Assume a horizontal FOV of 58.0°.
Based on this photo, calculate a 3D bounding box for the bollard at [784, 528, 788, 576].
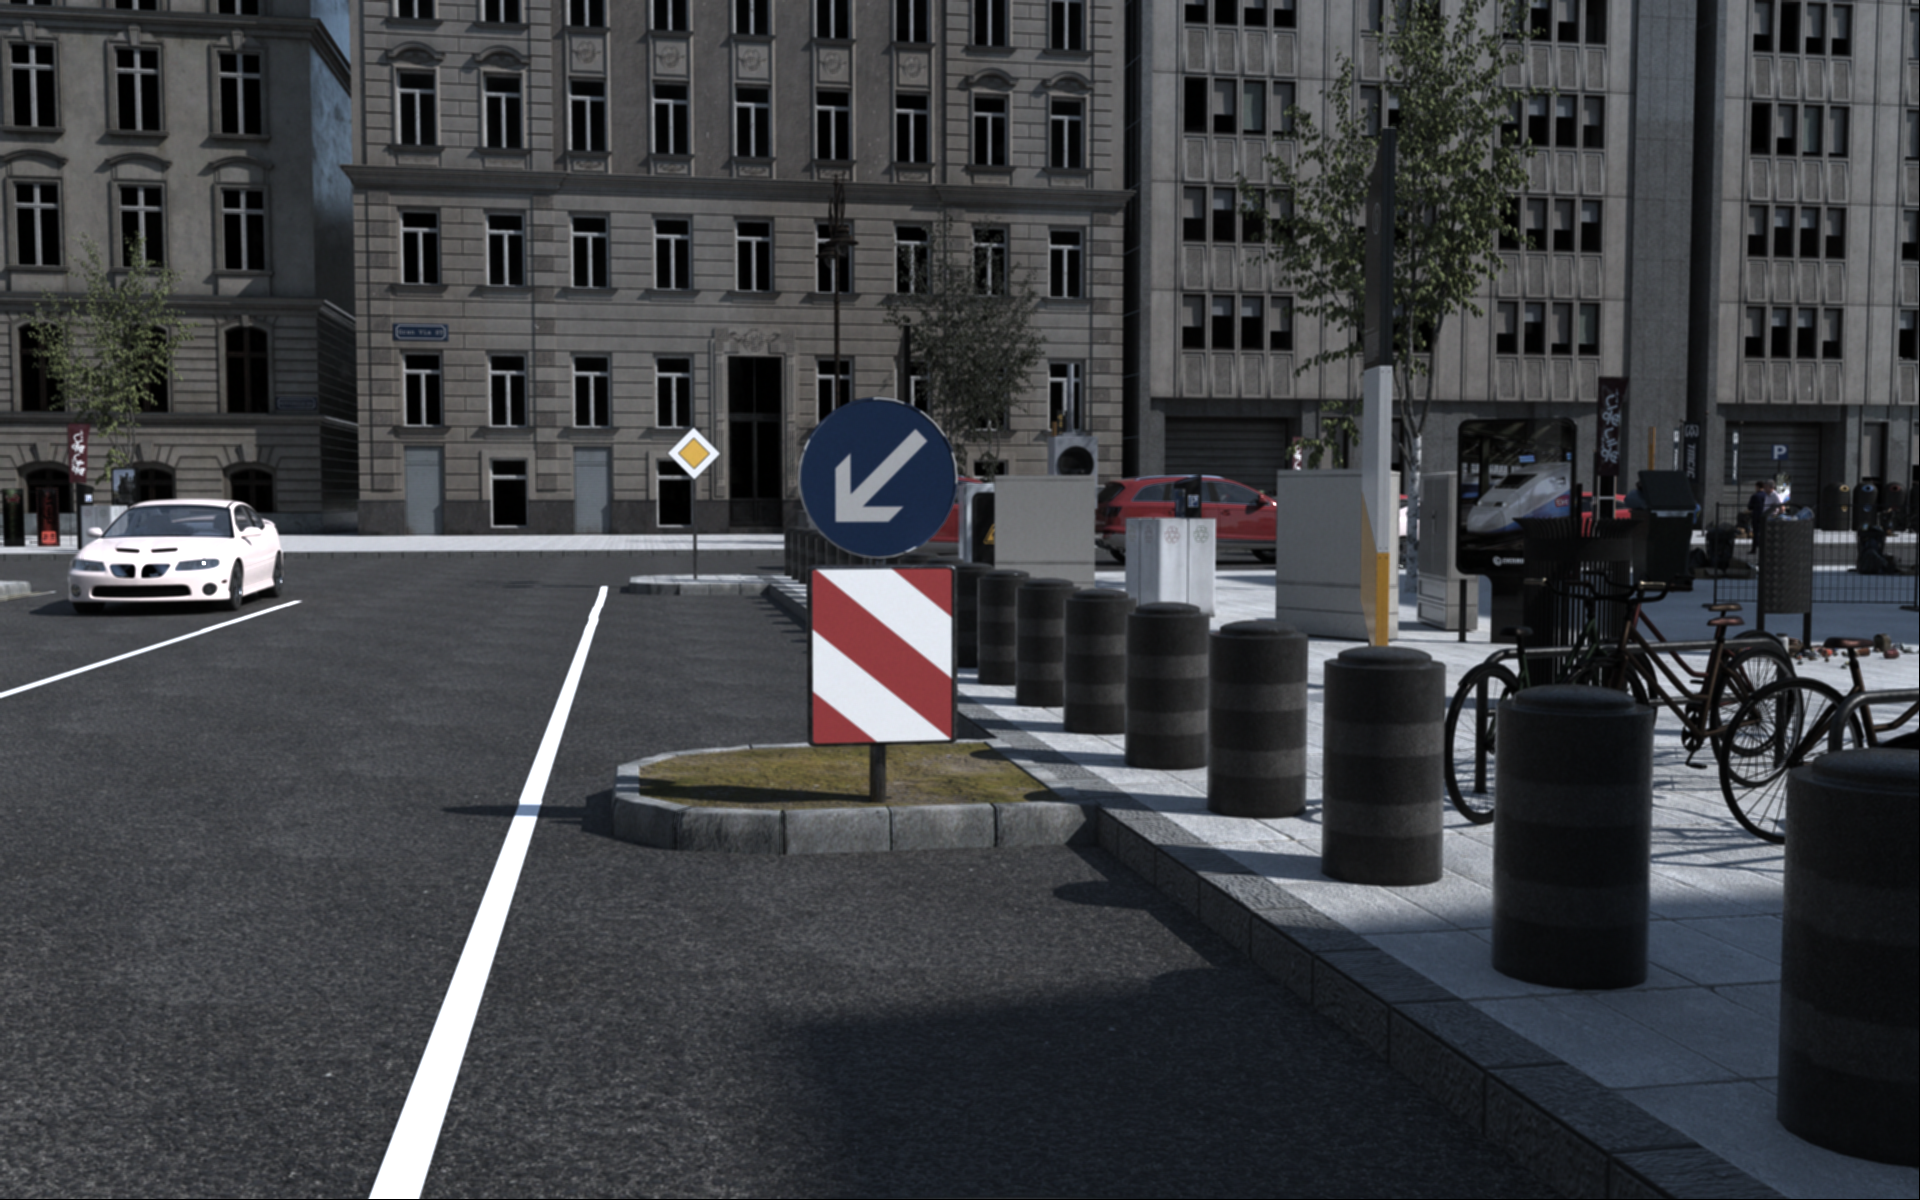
[{"bbox_3d":[-2.552,-0.760,27.146,0.404,0.777,0.398,0,3,0],"label":"bollard"}]

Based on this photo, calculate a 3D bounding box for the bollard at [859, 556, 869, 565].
[{"bbox_3d":[-0.784,-0.181,17.677,0.404,0.777,0.398,0,3,0],"label":"bollard"}]

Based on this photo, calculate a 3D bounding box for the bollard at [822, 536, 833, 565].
[{"bbox_3d":[-1.444,-0.398,21.224,0.404,0.777,0.398,0,3,0],"label":"bollard"}]

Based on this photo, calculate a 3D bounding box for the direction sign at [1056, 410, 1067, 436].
[{"bbox_3d":[2.811,-3.363,46.986,0.379,3.537,0.876,2,4,29],"label":"direction sign"}]

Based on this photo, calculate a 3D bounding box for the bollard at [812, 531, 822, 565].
[{"bbox_3d":[-1.666,-0.471,22.411,0.404,0.777,0.398,0,3,0],"label":"bollard"}]

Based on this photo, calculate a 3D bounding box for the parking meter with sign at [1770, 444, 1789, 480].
[{"bbox_3d":[28.387,-3.910,60.190,0.543,3.016,1.738,2,4,30],"label":"parking meter with sign"}]

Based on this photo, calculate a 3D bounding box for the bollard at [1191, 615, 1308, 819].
[{"bbox_3d":[1.204,0.471,7.013,0.404,0.777,0.398,0,3,0],"label":"bollard"}]

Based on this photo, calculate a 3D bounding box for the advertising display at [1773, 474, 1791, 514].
[{"bbox_3d":[26.120,-3.050,55.074,0.974,1.923,0.123,-3,4,-38],"label":"advertising display"}]

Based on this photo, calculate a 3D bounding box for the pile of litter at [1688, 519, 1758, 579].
[{"bbox_3d":[11.602,-0.759,26.378,1.719,0.858,1.176,3,5,42],"label":"pile of litter"}]

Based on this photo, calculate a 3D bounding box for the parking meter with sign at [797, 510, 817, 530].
[{"bbox_3d":[-3.388,-2.964,44.718,1.738,3.016,0.543,-3,5,-43],"label":"parking meter with sign"}]

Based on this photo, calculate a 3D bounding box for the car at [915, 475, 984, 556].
[{"bbox_3d":[-0.084,-1.501,33.212,5.304,1.827,2.281,-1,4,-10],"label":"car"}]

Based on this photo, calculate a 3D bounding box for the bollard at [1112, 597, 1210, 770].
[{"bbox_3d":[0.983,0.398,8.216,0.404,0.777,0.398,0,3,0],"label":"bollard"}]

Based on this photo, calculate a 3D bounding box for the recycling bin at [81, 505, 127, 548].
[{"bbox_3d":[-18.970,-1.582,38.417,0.722,1.027,0.722,0,4,1],"label":"recycling bin"}]

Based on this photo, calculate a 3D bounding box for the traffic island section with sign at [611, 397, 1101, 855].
[{"bbox_3d":[-0.574,0.047,7.860,1.989,1.847,2.006,-1,4,-11],"label":"traffic island section with sign"}]

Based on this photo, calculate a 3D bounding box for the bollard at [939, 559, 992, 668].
[{"bbox_3d":[0.094,0.109,12.940,0.404,0.777,0.398,0,3,0],"label":"bollard"}]

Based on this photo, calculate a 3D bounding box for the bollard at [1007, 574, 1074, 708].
[{"bbox_3d":[0.539,0.253,10.578,0.404,0.777,0.398,0,3,0],"label":"bollard"}]

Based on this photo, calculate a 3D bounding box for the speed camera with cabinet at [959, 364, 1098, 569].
[{"bbox_3d":[1.024,-1.945,26.135,2.038,3.252,0.660,0,4,-8],"label":"speed camera with cabinet"}]

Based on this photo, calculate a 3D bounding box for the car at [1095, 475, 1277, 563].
[{"bbox_3d":[5.164,-1.657,35.761,5.304,1.827,2.281,-1,4,-12],"label":"car"}]

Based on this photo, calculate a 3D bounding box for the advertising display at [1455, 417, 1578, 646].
[{"bbox_3d":[4.747,-0.586,14.802,0.974,1.923,0.123,2,4,27],"label":"advertising display"}]

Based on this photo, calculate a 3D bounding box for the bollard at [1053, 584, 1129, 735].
[{"bbox_3d":[0.762,0.325,9.397,0.404,0.777,0.398,0,3,0],"label":"bollard"}]

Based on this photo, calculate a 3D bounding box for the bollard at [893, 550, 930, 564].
[{"bbox_3d":[-0.343,-0.036,15.303,0.404,0.777,0.398,0,3,0],"label":"bollard"}]

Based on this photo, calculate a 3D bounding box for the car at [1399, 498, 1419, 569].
[{"bbox_3d":[9.390,-1.283,33.332,4.827,1.381,2.083,-1,4,-12],"label":"car"}]

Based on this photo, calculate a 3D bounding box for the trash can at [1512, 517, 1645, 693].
[{"bbox_3d":[3.687,0.079,10.370,0.748,1.137,0.748,0,3,0],"label":"trash can"}]

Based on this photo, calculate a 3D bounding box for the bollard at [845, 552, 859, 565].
[{"bbox_3d":[-1.004,-0.253,18.858,0.404,0.777,0.398,0,3,0],"label":"bollard"}]

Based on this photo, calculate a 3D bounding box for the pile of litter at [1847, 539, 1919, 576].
[{"bbox_3d":[14.949,-0.854,27.925,1.176,0.858,1.719,2,4,34],"label":"pile of litter"}]

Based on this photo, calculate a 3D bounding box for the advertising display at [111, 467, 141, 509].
[{"bbox_3d":[-20.245,-2.254,42.064,0.974,1.923,0.123,2,4,31],"label":"advertising display"}]

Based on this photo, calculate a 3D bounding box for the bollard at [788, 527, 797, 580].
[{"bbox_3d":[-2.327,-0.688,25.961,0.404,0.777,0.398,0,3,0],"label":"bollard"}]

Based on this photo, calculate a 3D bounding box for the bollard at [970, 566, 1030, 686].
[{"bbox_3d":[0.320,0.181,11.760,0.404,0.777,0.398,0,3,0],"label":"bollard"}]

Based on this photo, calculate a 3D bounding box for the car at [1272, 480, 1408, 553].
[{"bbox_3d":[9.063,-1.960,41.085,4.494,1.783,2.155,-1,4,-9],"label":"car"}]

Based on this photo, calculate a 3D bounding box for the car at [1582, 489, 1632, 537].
[{"bbox_3d":[14.085,-1.941,40.783,4.494,1.783,2.155,-1,4,-9],"label":"car"}]

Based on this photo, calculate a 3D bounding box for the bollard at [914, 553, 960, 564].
[{"bbox_3d":[-0.124,0.036,14.122,0.404,0.777,0.398,0,3,0],"label":"bollard"}]

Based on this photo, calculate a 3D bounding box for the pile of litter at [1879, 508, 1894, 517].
[{"bbox_3d":[28.021,-2.378,52.851,1.176,0.858,1.719,2,4,33],"label":"pile of litter"}]

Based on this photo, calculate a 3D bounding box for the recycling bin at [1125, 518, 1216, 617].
[{"bbox_3d":[2.208,-0.346,18.211,0.722,1.027,0.722,-1,4,-23],"label":"recycling bin"}]

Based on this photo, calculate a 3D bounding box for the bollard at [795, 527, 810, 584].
[{"bbox_3d":[-2.110,-0.615,24.779,0.404,0.777,0.398,0,3,0],"label":"bollard"}]

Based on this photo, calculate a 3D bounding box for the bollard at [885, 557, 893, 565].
[{"bbox_3d":[-0.567,-0.109,16.495,0.404,0.777,0.398,0,3,0],"label":"bollard"}]

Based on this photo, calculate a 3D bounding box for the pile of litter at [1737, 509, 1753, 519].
[{"bbox_3d":[22.401,-2.198,49.902,1.176,0.858,1.719,0,4,7],"label":"pile of litter"}]

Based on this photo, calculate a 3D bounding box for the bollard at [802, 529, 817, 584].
[{"bbox_3d":[-1.892,-0.543,23.593,0.404,0.777,0.398,0,3,0],"label":"bollard"}]

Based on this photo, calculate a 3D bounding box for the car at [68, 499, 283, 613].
[{"bbox_3d":[-10.070,-0.621,22.521,2.083,1.381,4.827,-1,4,-12],"label":"car"}]

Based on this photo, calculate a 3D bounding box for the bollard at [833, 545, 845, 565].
[{"bbox_3d":[-1.221,-0.326,20.040,0.404,0.777,0.398,0,3,0],"label":"bollard"}]
